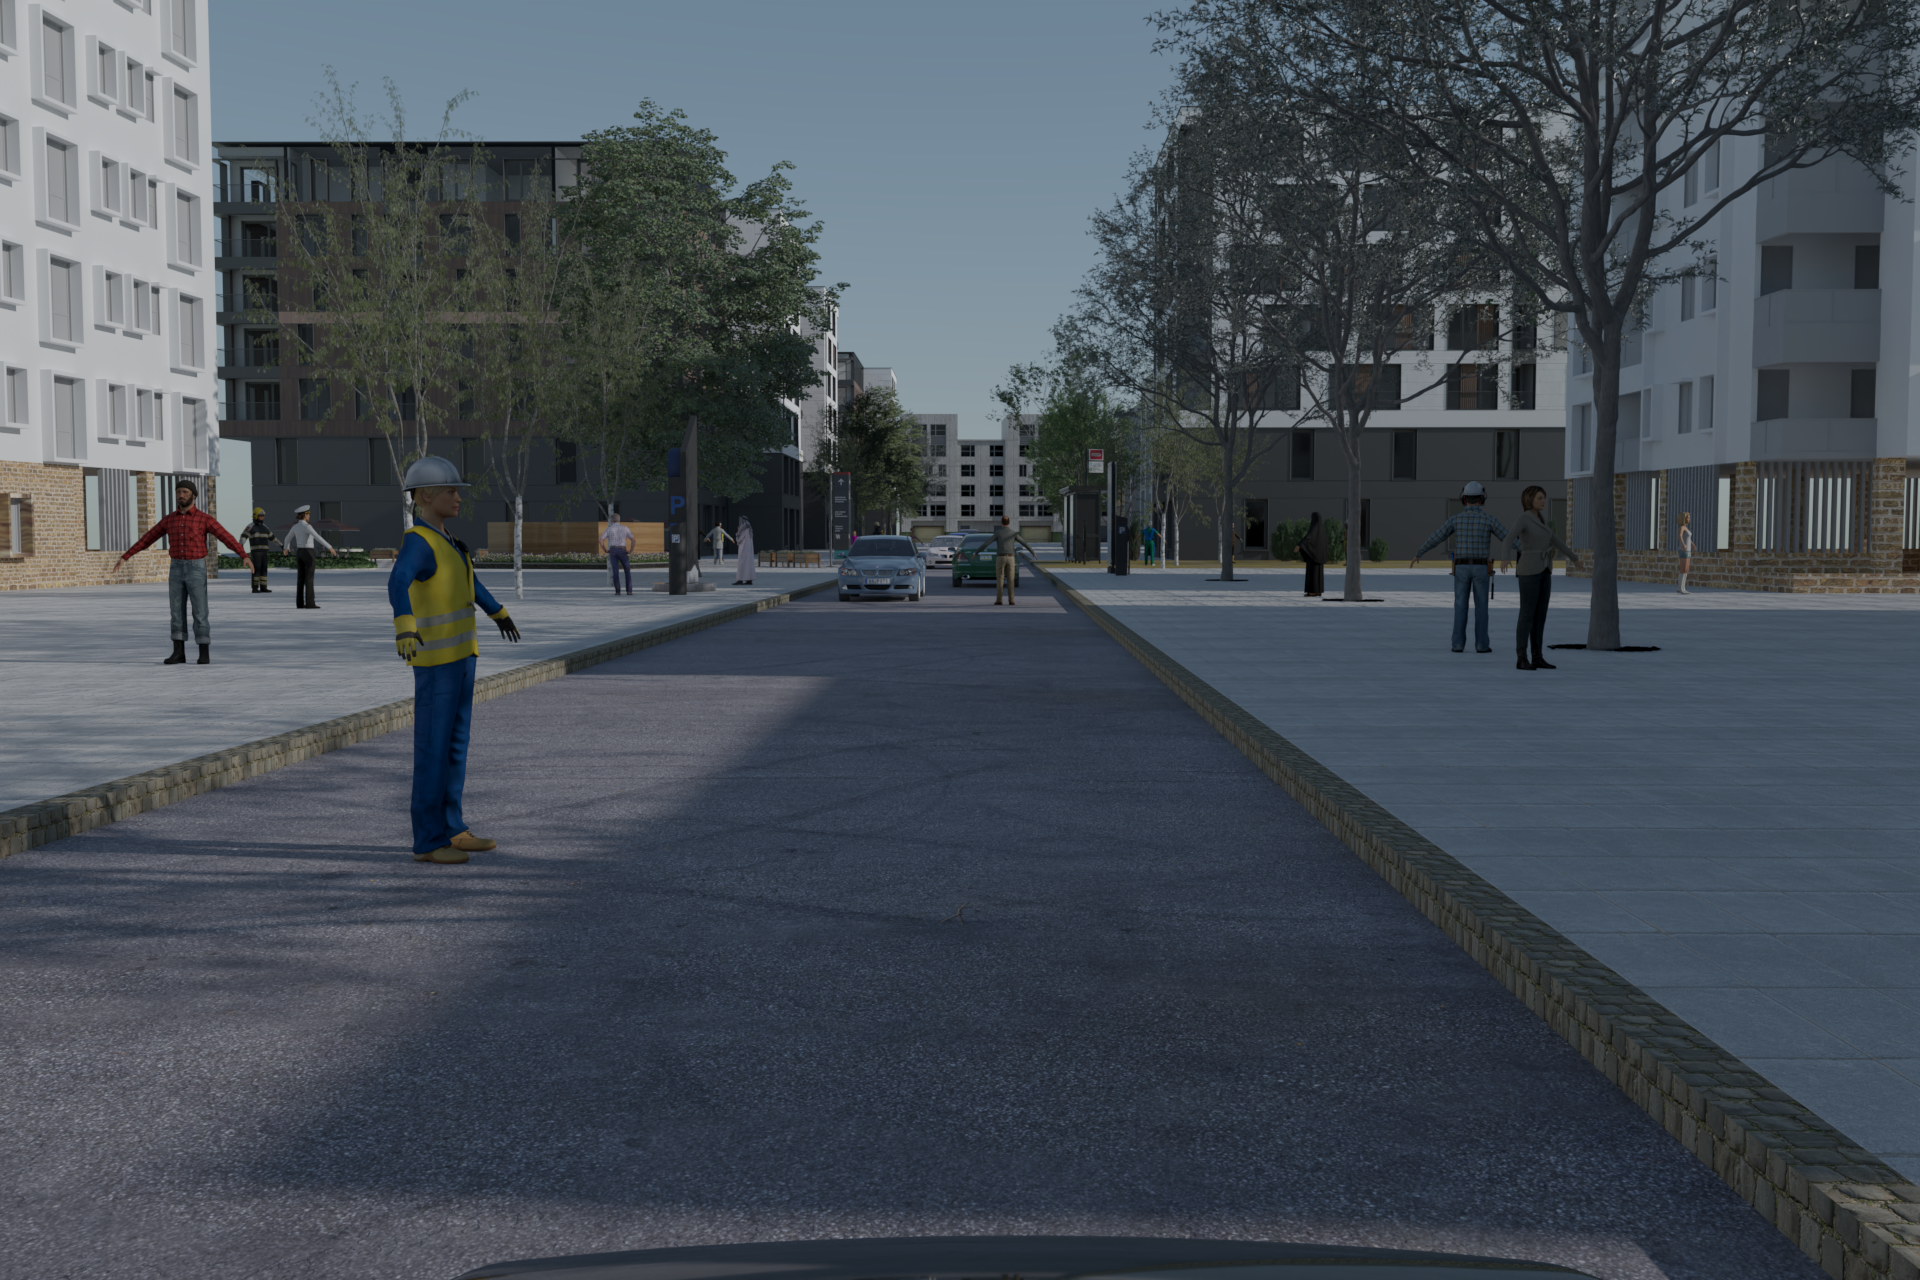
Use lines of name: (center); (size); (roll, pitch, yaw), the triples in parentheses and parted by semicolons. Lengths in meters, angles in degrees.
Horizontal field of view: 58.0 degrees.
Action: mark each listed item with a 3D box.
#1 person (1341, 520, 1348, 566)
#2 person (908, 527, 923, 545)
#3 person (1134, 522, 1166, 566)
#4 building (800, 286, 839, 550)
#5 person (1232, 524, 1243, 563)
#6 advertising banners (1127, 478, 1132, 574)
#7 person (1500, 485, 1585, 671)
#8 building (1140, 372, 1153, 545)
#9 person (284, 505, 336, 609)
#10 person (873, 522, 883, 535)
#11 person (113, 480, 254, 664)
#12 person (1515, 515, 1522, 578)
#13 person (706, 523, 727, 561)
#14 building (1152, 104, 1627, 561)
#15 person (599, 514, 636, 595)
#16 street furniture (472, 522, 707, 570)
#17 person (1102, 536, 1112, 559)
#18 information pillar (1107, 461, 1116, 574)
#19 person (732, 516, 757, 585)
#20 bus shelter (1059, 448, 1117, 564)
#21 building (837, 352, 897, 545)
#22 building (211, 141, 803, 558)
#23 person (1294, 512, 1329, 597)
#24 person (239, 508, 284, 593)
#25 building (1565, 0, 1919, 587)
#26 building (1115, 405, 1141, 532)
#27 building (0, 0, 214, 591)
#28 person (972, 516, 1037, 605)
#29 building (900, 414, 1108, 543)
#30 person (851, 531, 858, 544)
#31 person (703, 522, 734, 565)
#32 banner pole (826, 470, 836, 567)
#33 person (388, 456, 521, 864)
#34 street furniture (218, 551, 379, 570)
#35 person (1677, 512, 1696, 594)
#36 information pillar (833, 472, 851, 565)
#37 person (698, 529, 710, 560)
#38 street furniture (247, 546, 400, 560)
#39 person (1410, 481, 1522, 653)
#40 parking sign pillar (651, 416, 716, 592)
person: (15.583, -3.905, 69.621); (0.705, 1.858, 1.354); (0, 4, -1)
person: (-2.090, -4.244, 78.646); (0.721, 1.733, 1.217); (3, 5, 39)
person: (7.728, -3.944, 70.613); (1.347, 1.817, 0.704); (1, 4, 15)
building: (-25.086, -18.162, 140.924); (27.936, 21.610, 32.646); (0, 4, 1)
person: (11.906, -4.266, 75.891); (1.346, 1.812, 0.704); (-3, 5, -45)
advertising banners: (5.392, -3.619, 55.363); (0.090, 3.025, 2.074); (0, 4, 1)
person: (5.489, -0.588, 16.370); (1.215, 1.744, 0.721); (-3, 4, -36)
building: (29.028, -19.598, 186.892); (16.747, 18.905, 31.486); (0, 4, 2)
person: (-11.204, -1.427, 29.790); (1.216, 1.778, 0.721); (2, 4, 28)
person: (-3.969, -4.672, 82.168); (0.705, 1.856, 1.354); (-2, 4, -23)
person: (-7.624, -0.671, 17.081); (1.345, 1.816, 0.704); (0, 4, -3)
person: (16.545, -2.756, 50.922); (0.704, 1.845, 1.351); (-1, 4, -12)
person: (-11.558, -4.723, 83.195); (1.349, 1.833, 0.705); (-1, 4, -18)
building: (24.779, -15.600, 99.030); (27.936, 21.610, 32.646); (0, 4, 1)
person: (-7.170, -1.794, 36.310); (0.756, 1.711, 0.436); (0, 4, -4)
street furniture: (-14.175, -3.555, 64.975); (11.010, 1.723, 9.812); (1, 4, 18)
person: (7.915, -5.083, 89.232); (1.348, 1.813, 0.705); (-2, 4, -35)
information pillar: (4.982, -4.008, 56.846); (0.184, 3.620, 1.656); (0, 4, 1)
person: (-5.446, -2.260, 43.659); (0.621, 1.740, 0.551); (0, 4, -7)
bus shelter: (5.706, -6.197, 78.957); (2.179, 5.291, 8.768); (0, 4, -1)
building: (-22.308, -22.412, 210.411); (27.936, 21.610, 32.646); (0, 4, 0)
building: (-25.147, -16.072, 106.753); (27.936, 21.610, 32.646); (0, 4, 0)
person: (7.205, -1.754, 35.471); (0.721, 1.737, 1.214); (3, 5, 41)
person: (-15.234, -1.953, 37.695); (0.704, 1.858, 1.351); (1, 4, 22)
building: (23.100, -11.807, 49.457); (16.016, 20.090, 11.380); (0, 4, 1)
building: (30.574, -24.413, 230.088); (19.493, 23.208, 18.063); (0, 4, 1)
building: (-26.532, -11.014, 36.497); (16.016, 20.090, 11.380); (0, 4, 1)
person: (0.912, -1.608, 35.012); (1.348, 1.796, 0.705); (0, 4, -7)
building: (6.693, -24.003, 261.360); (31.486, 18.905, 16.747); (0, 4, -2)
person: (-5.270, -4.698, 86.081); (0.991, 1.433, 0.599); (1, 4, 15)
person: (-10.159, -4.073, 72.778); (1.347, 1.806, 0.705); (1, 4, 10)
banner pole: (-5.035, -4.752, 67.718); (0.401, 3.779, 0.863); (0, 4, 1)
person: (-2.219, 0.077, 7.661); (0.721, 1.772, 1.216); (0, 4, 6)
street furniture: (-25.773, -3.044, 65.395); (5.734, 0.657, 10.072); (-2, 4, -30)
person: (15.525, -1.855, 36.933); (0.721, 1.753, 1.214); (2, 4, 32)
information pillar: (-4.946, -5.102, 72.796); (0.750, 3.857, 0.750); (0, 4, 3)
person: (-13.023, -4.854, 85.556); (1.347, 1.806, 0.705); (-1, 4, -8)
street furniture: (-31.080, -4.249, 85.091); (5.734, 0.657, 10.072); (2, 4, 25)
person: (5.549, -0.790, 18.752); (1.345, 1.849, 0.704); (1, 4, 23)
parking sign pillar: (-6.207, -3.079, 38.818); (1.447, 3.967, 1.447); (0, 4, 2)
